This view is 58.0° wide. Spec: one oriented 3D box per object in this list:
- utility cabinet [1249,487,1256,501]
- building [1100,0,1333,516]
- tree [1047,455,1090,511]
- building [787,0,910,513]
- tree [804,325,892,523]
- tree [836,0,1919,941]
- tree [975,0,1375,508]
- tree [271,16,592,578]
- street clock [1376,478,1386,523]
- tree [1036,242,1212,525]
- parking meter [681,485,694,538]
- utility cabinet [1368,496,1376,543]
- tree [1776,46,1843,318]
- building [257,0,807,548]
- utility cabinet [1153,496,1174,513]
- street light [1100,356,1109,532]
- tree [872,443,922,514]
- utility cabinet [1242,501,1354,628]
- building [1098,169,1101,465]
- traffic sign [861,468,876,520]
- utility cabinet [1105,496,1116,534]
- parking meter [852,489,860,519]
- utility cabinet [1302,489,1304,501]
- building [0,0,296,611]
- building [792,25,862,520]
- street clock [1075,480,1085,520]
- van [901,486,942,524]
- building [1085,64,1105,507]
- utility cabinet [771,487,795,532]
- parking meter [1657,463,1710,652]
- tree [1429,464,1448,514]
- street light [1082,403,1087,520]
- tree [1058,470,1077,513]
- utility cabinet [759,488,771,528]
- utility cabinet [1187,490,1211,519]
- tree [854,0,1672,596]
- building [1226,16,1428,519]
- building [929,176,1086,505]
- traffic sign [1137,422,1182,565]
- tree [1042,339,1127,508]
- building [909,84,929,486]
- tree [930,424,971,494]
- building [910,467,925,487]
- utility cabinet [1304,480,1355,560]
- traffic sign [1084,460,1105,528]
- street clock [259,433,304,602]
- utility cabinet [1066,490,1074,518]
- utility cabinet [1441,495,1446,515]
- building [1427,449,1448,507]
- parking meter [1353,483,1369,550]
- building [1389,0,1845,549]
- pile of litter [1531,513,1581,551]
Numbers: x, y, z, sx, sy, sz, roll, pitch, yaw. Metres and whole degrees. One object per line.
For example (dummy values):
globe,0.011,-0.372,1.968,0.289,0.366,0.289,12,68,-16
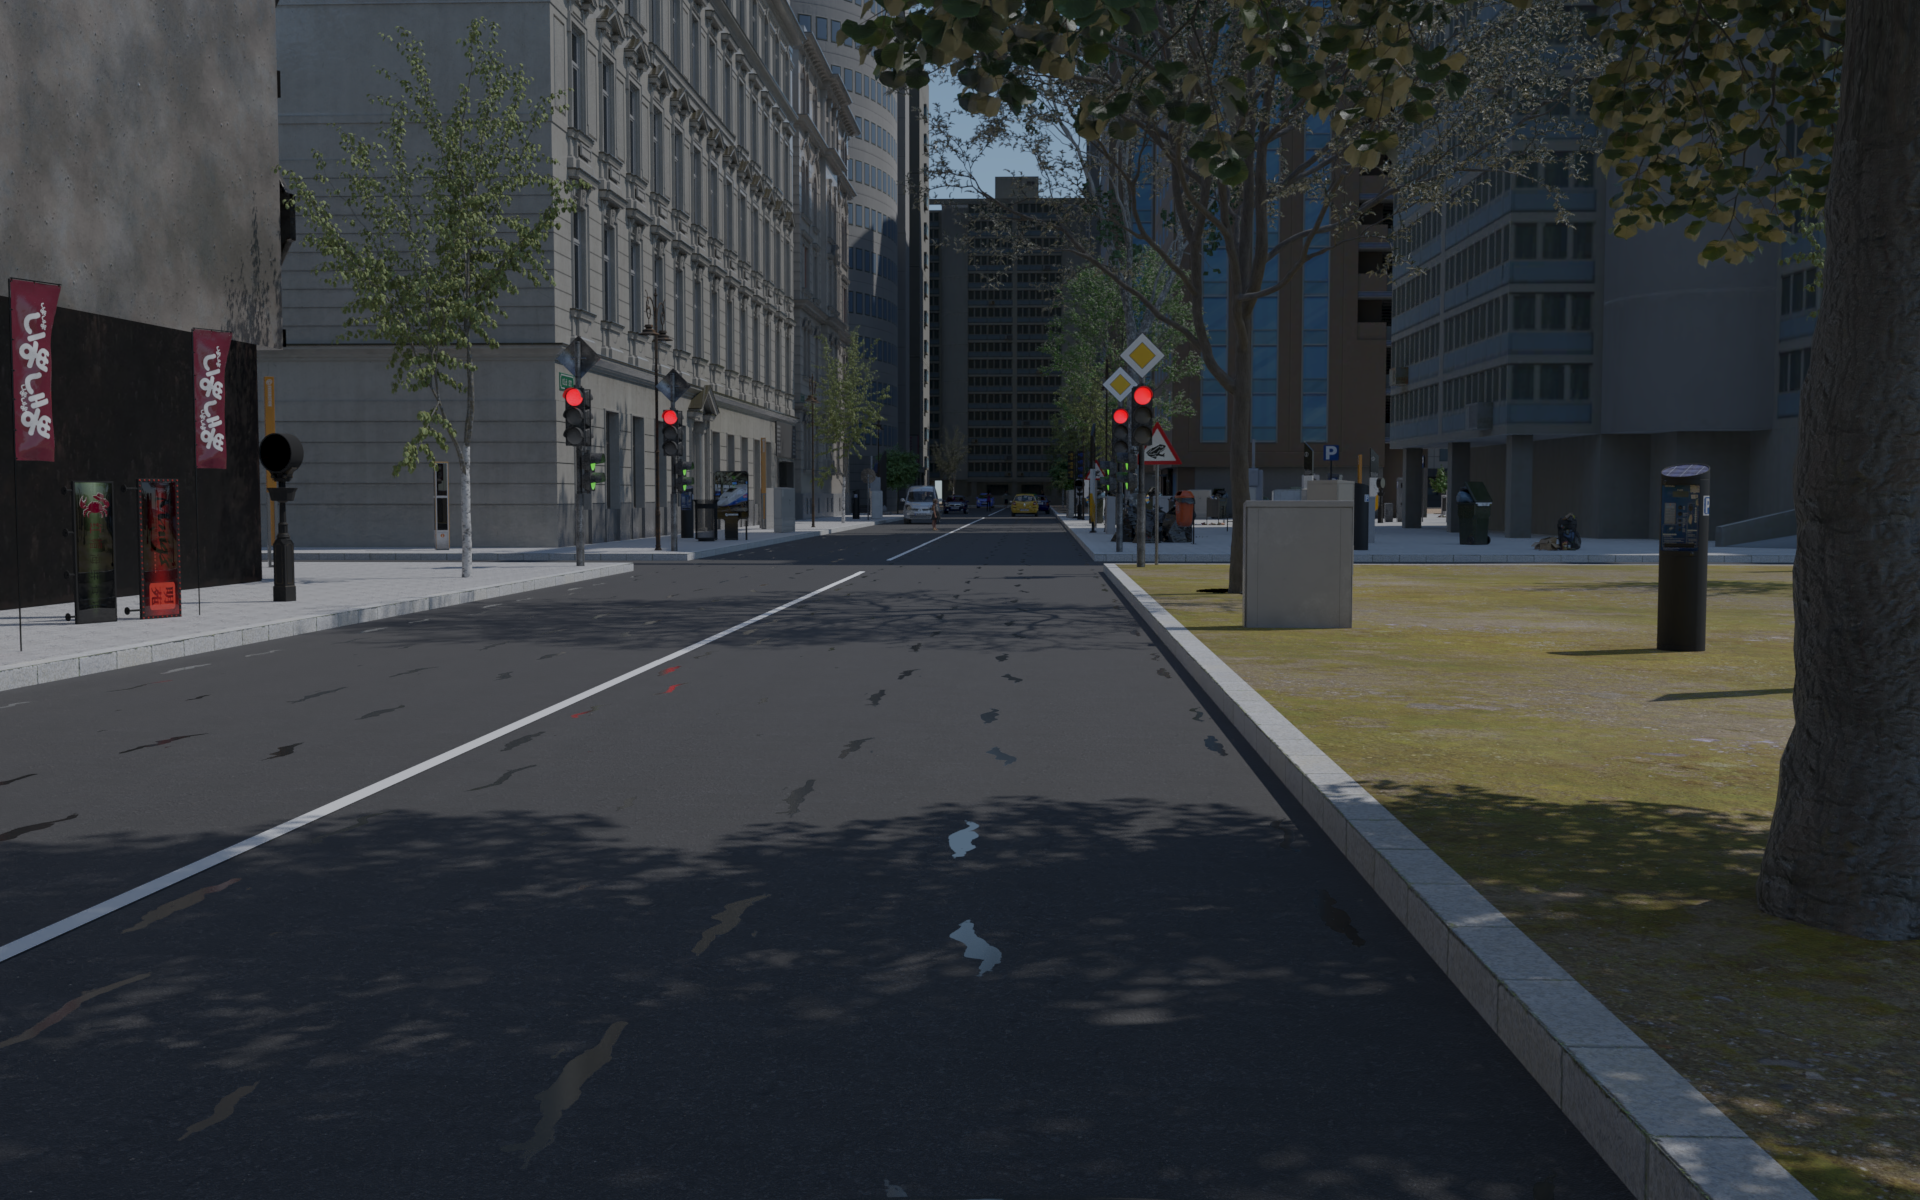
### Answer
utility cabinet,9.039,-2.764,53.872,0.318,1.500,1.173,0,4,7
building,16.924,-28.723,119.728,14.600,45.320,14.200,0,4,3
tree,8.405,-9.151,133.335,4.285,4.588,4.351,0,3,0
building,-15.247,-35.809,127.472,21.231,58.520,28.212,0,4,3
tree,-5.122,-7.708,76.385,4.737,8.622,4.395,0,3,0
tree,2.908,-6.012,4.947,9.857,13.997,8.962,0,3,0
tree,6.057,-11.734,47.740,12.611,20.169,13.585,0,3,0
tree,-7.831,-4.651,26.405,4.737,8.622,4.395,0,3,0
street clock,18.527,-4.385,76.269,0.358,2.002,0.471,3,5,42
tree,6.679,-8.911,71.442,9.928,11.665,9.643,0,3,0
parking meter,-7.946,-2.571,50.442,0.372,1.533,0.369,0,3,0
utility cabinet,10.563,-2.091,45.344,0.306,1.237,1.020,2,4,32
tree,14.127,-4.568,25.048,4.737,8.622,4.395,0,3,0
building,-16.527,-17.480,62.212,17.030,29.872,44.131,0,4,3
utility cabinet,6.573,-2.646,54.422,1.020,1.237,0.306,1,4,9
street light,4.926,-5.228,58.263,0.468,5.910,1.993,0,4,3
tree,-4.057,-7.775,110.829,4.285,4.588,4.351,0,3,0
utility cabinet,3.250,-0.338,16.691,1.020,1.237,0.306,0,4,5
building,22.822,-31.936,141.754,23.786,49.044,30.456,0,4,3
traffic sign,-4.501,-5.183,84.845,0.768,2.556,0.104,1,4,12
utility cabinet,4.835,-2.717,55.582,0.306,1.237,1.020,0,4,2
parking meter,-5.326,-4.915,88.769,0.372,1.533,0.369,0,3,0
utility cabinet,14.237,-3.699,69.164,1.173,1.500,0.318,3,4,36
building,-18.820,-9.335,20.087,16.811,18.784,16.820,0,4,3
building,-13.456,-18.871,95.929,14.401,28.519,23.554,0,4,3
street clock,5.997,-5.026,86.745,0.471,2.002,0.358,3,4,39
van,-1.849,-4.711,84.040,2.013,2.044,4.112,0,4,1
building,22.934,-38.457,170.768,21.231,58.520,28.212,0,4,3
utility cabinet,-5.862,-3.013,57.948,0.318,1.500,1.173,1,4,16
parking meter,5.935,-0.355,14.213,0.372,1.533,0.369,0,3,0
tree,30.802,-7.125,111.094,1.663,3.219,1.824,0,3,0
street light,6.091,-6.884,85.339,0.468,5.910,1.993,0,4,3
tree,7.585,-7.477,116.852,1.663,3.219,1.824,0,3,0
utility cabinet,-6.908,-3.406,64.375,1.173,1.500,0.318,-3,5,-43
utility cabinet,12.095,-4.825,87.570,1.173,1.500,0.318,2,4,27
tree,3.503,-6.829,22.020,12.009,13.543,11.850,0,3,0
building,18.262,-27.270,95.970,14.600,45.320,14.200,0,4,3
building,6.952,-31.967,214.534,23.993,40.220,32.217,0,4,3
traffic sign,3.556,-1.913,31.274,0.884,2.594,0.081,0,4,5
tree,6.535,-8.002,81.197,4.737,8.622,4.395,0,3,0
building,-14.297,-33.850,177.157,21.600,48.544,21.300,0,4,3
tree,-0.943,-14.160,181.871,4.360,8.622,3.978,0,3,0
building,-13.624,-43.636,151.697,20.563,71.187,20.611,0,4,3
utility cabinet,5.912,-1.160,27.637,0.318,1.500,1.173,-1,4,-12
traffic sign,5.157,-4.015,65.647,0.884,2.594,0.081,1,4,10
street clock,-8.077,-0.984,20.657,0.471,2.002,0.358,1,4,18
utility cabinet,5.890,-5.145,92.796,0.318,1.500,1.173,0,4,-3
utility cabinet,29.849,-5.811,106.165,0.306,1.237,1.020,3,5,39
building,51.403,-46.962,206.088,20.611,71.187,20.563,0,4,3
parking meter,9.148,-1.906,39.572,0.372,1.533,0.369,0,3,0
building,27.466,-22.176,54.458,23.993,40.220,32.217,0,4,3
pile of litter,13.672,-1.578,39.759,1.176,0.858,1.719,3,5,44
